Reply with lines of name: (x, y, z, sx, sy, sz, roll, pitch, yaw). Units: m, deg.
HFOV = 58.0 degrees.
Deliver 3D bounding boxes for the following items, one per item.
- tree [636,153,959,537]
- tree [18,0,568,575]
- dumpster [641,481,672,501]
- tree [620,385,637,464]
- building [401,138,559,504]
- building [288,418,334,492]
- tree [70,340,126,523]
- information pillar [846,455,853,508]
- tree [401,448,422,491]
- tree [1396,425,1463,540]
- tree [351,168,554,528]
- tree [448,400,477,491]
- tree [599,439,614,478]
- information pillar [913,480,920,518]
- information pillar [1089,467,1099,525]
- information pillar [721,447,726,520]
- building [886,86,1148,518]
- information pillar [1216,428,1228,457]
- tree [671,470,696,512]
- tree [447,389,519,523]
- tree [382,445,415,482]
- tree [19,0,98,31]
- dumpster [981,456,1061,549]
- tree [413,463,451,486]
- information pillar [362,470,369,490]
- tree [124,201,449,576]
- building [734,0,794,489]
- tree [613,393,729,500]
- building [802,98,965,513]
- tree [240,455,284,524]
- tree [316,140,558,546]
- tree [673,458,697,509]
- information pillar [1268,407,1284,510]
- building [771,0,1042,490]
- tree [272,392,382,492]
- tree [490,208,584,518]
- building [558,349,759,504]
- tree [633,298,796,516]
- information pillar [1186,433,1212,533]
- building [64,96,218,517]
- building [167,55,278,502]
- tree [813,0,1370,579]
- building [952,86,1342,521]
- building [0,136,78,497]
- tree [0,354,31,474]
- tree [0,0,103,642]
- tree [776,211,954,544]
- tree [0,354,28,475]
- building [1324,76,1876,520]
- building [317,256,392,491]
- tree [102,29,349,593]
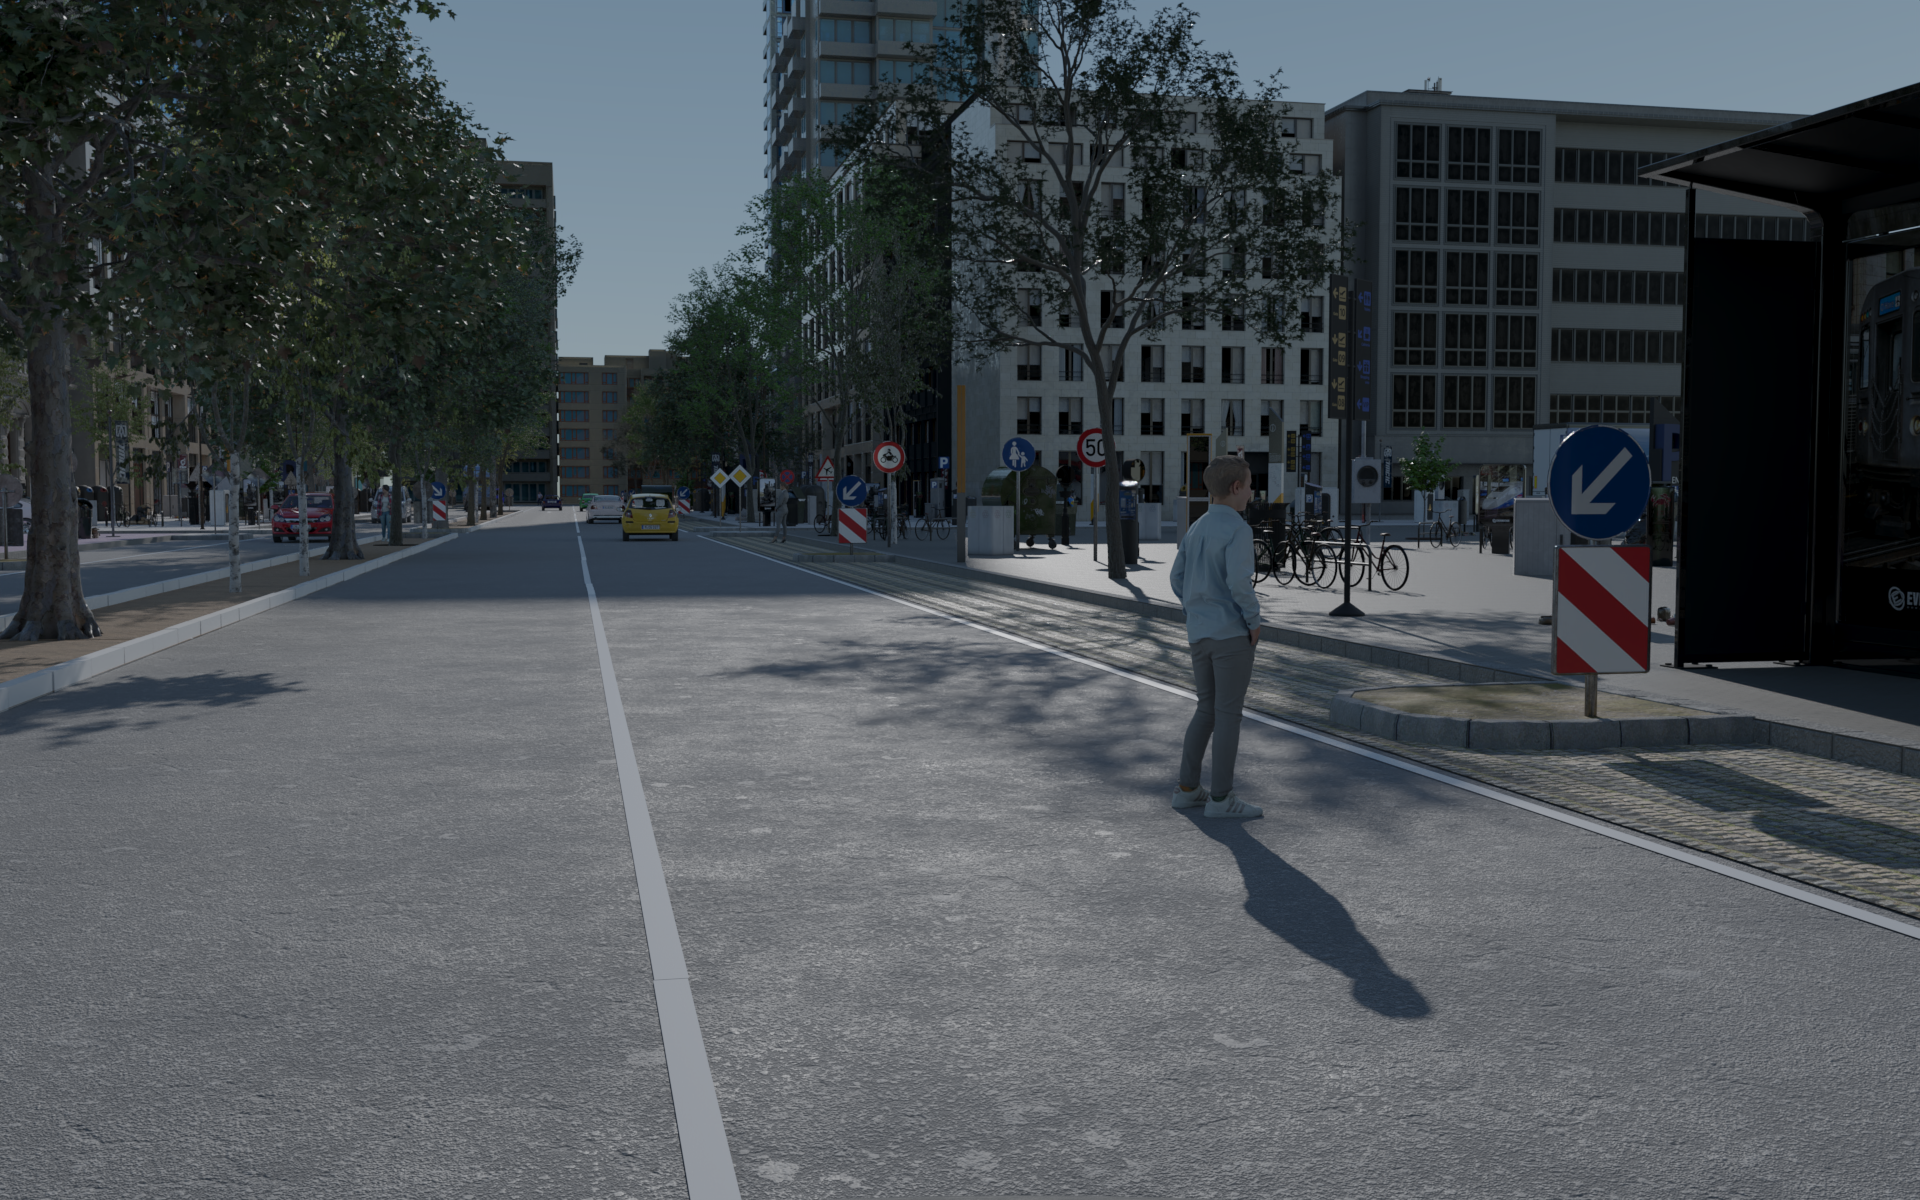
tree: (-3.598, -7.739, 52.287, 9.928, 11.665, 9.643, 0, 3, 0)
tree: (-13.494, -7.226, 37.604, 9.611, 12.733, 9.660, 0, 3, 0)
dumpster: (-19.463, -6.490, 111.070, 1.985, 2.255, 1.502, -1, 4, -14)
tree: (-9.435, -9.277, 77.434, 9.928, 11.665, 9.643, 0, 3, 0)
building: (-66.367, -37.570, 237.976, 21.600, 48.544, 21.300, -1, 4, -13)
building: (-80.140, -20.455, 179.472, 28.899, 21.520, 27.650, -1, 4, -13)
tree: (-36.971, -7.643, 75.326, 4.737, 8.622, 4.395, 0, 3, 0)
information pillar: (-6.627, -6.899, 104.155, 0.504, 3.616, 0.183, -3, 5, -40)
tree: (-45.299, -11.561, 139.384, 4.360, 8.622, 3.978, 0, 3, 0)
tree: (13.035, -3.319, 48.872, 1.663, 3.219, 1.824, 0, 3, 0)
tree: (-20.333, -9.679, 67.358, 9.857, 13.997, 8.962, 0, 3, 0)
tree: (-16.942, -6.228, 54.655, 4.737, 8.622, 4.395, 0, 3, 0)
tree: (-40.146, -17.143, 214.699, 8.767, 10.594, 7.601, -2, 4, -30)
information pillar: (-2.331, -5.445, 93.510, 0.304, 2.012, 0.304, 1, 4, 14)
information pillar: (5.509, -4.868, 70.946, 0.183, 3.616, 0.504, -2, 4, -28)
information pillar: (-11.802, -5.810, 86.354, 0.183, 3.616, 0.504, 0, 4, 6)
building: (3.053, -16.703, 102.764, 12.332, 23.373, 15.834, -1, 4, -13)
information pillar: (9.289, -4.289, 61.472, 0.183, 3.616, 0.504, -3, 5, -43)
tree: (-19.325, -7.803, 122.186, 1.663, 3.219, 1.824, 0, 3, 0)
tree: (-24.102, -8.153, 86.129, 4.360, 8.622, 3.978, 0, 3, 0)
tree: (-42.642, -12.648, 124.927, 7.486, 12.596, 7.792, 0, 3, 0)
tree: (-6.120, -5.669, 5.523, 12.009, 13.543, 11.850, 0, 3, 0)
dumpster: (1.453, -2.347, 40.867, 1.502, 2.255, 1.985, -1, 4, -13)
tree: (-56.287, -12.361, 185.820, 4.285, 4.588, 4.351, 0, 3, 0)
information pillar: (-45.601, -8.658, 132.917, 0.504, 3.616, 0.183, 0, 4, -3)
tree: (-11.317, -4.700, 29.659, 4.737, 8.622, 4.395, 0, 3, 0)
building: (-13.135, -53.756, 191.586, 22.319, 86.520, 31.000, -1, 4, -13)
tree: (-20.501, -11.892, 128.840, 7.601, 10.594, 8.767, 0, 4, 7)
building: (0.133, -19.759, 127.582, 19.350, 26.468, 34.151, -1, 4, -13)
tree: (-30.197, -4.935, 75.292, 1.663, 3.219, 1.824, 0, 3, 0)
tree: (-15.414, -7.284, 47.303, 9.928, 11.665, 9.643, 0, 3, 0)
tree: (-24.246, -12.146, 148.941, 4.737, 8.622, 4.395, 0, 3, 0)
information pillar: (8.494, -3.379, 46.606, 0.183, 3.616, 0.504, -3, 4, -37)
building: (-5.600, -33.216, 162.696, 23.786, 49.044, 30.456, -1, 4, -13)
tree: (-34.950, -10.623, 91.819, 7.486, 12.596, 7.792, 0, 3, 0)
tree: (-29.590, -15.066, 104.673, 12.611, 20.169, 13.585, 0, 3, 0)
building: (-42.441, -24.614, 247.480, 28.899, 21.520, 27.650, -1, 4, -13)
tree: (-14.277, -11.261, 101.124, 9.611, 12.733, 9.660, 0, 3, 0)
information pillar: (2.922, -1.020, 21.174, 0.304, 2.012, 0.304, 1, 4, 9)
building: (-58.298, -18.339, 104.360, 19.350, 26.468, 34.151, -1, 4, -13)
building: (-69.016, -50.866, 144.336, 22.319, 86.520, 31.000, -1, 4, -13)
tree: (2.295, -5.626, 26.406, 8.767, 10.594, 7.601, -1, 4, -21)
building: (8.920, -14.169, 86.407, 16.860, 20.320, 10.420, -1, 4, -13)
building: (-48.210, -15.252, 78.248, 11.050, 23.489, 19.941, -1, 4, -13)
tree: (-34.895, -6.842, 62.223, 4.360, 8.622, 3.978, 0, 3, 0)
tree: (-9.060, -5.967, 17.029, 9.611, 12.733, 9.660, 0, 3, 0)
tree: (-1.902, -5.742, 44.250, 4.360, 8.622, 3.978, 0, 3, 0)
tree: (-23.781, -5.523, 40.670, 4.737, 8.622, 4.395, 0, 3, 0)
building: (32.144, -16.783, 93.469, 30.058, 24.678, 14.314, -1, 4, -13)
building: (-92.810, -37.528, 233.186, 30.456, 49.044, 23.786, -1, 4, -13)
tree: (-10.570, -4.419, 25.071, 4.360, 8.622, 3.978, 0, 3, 0)
